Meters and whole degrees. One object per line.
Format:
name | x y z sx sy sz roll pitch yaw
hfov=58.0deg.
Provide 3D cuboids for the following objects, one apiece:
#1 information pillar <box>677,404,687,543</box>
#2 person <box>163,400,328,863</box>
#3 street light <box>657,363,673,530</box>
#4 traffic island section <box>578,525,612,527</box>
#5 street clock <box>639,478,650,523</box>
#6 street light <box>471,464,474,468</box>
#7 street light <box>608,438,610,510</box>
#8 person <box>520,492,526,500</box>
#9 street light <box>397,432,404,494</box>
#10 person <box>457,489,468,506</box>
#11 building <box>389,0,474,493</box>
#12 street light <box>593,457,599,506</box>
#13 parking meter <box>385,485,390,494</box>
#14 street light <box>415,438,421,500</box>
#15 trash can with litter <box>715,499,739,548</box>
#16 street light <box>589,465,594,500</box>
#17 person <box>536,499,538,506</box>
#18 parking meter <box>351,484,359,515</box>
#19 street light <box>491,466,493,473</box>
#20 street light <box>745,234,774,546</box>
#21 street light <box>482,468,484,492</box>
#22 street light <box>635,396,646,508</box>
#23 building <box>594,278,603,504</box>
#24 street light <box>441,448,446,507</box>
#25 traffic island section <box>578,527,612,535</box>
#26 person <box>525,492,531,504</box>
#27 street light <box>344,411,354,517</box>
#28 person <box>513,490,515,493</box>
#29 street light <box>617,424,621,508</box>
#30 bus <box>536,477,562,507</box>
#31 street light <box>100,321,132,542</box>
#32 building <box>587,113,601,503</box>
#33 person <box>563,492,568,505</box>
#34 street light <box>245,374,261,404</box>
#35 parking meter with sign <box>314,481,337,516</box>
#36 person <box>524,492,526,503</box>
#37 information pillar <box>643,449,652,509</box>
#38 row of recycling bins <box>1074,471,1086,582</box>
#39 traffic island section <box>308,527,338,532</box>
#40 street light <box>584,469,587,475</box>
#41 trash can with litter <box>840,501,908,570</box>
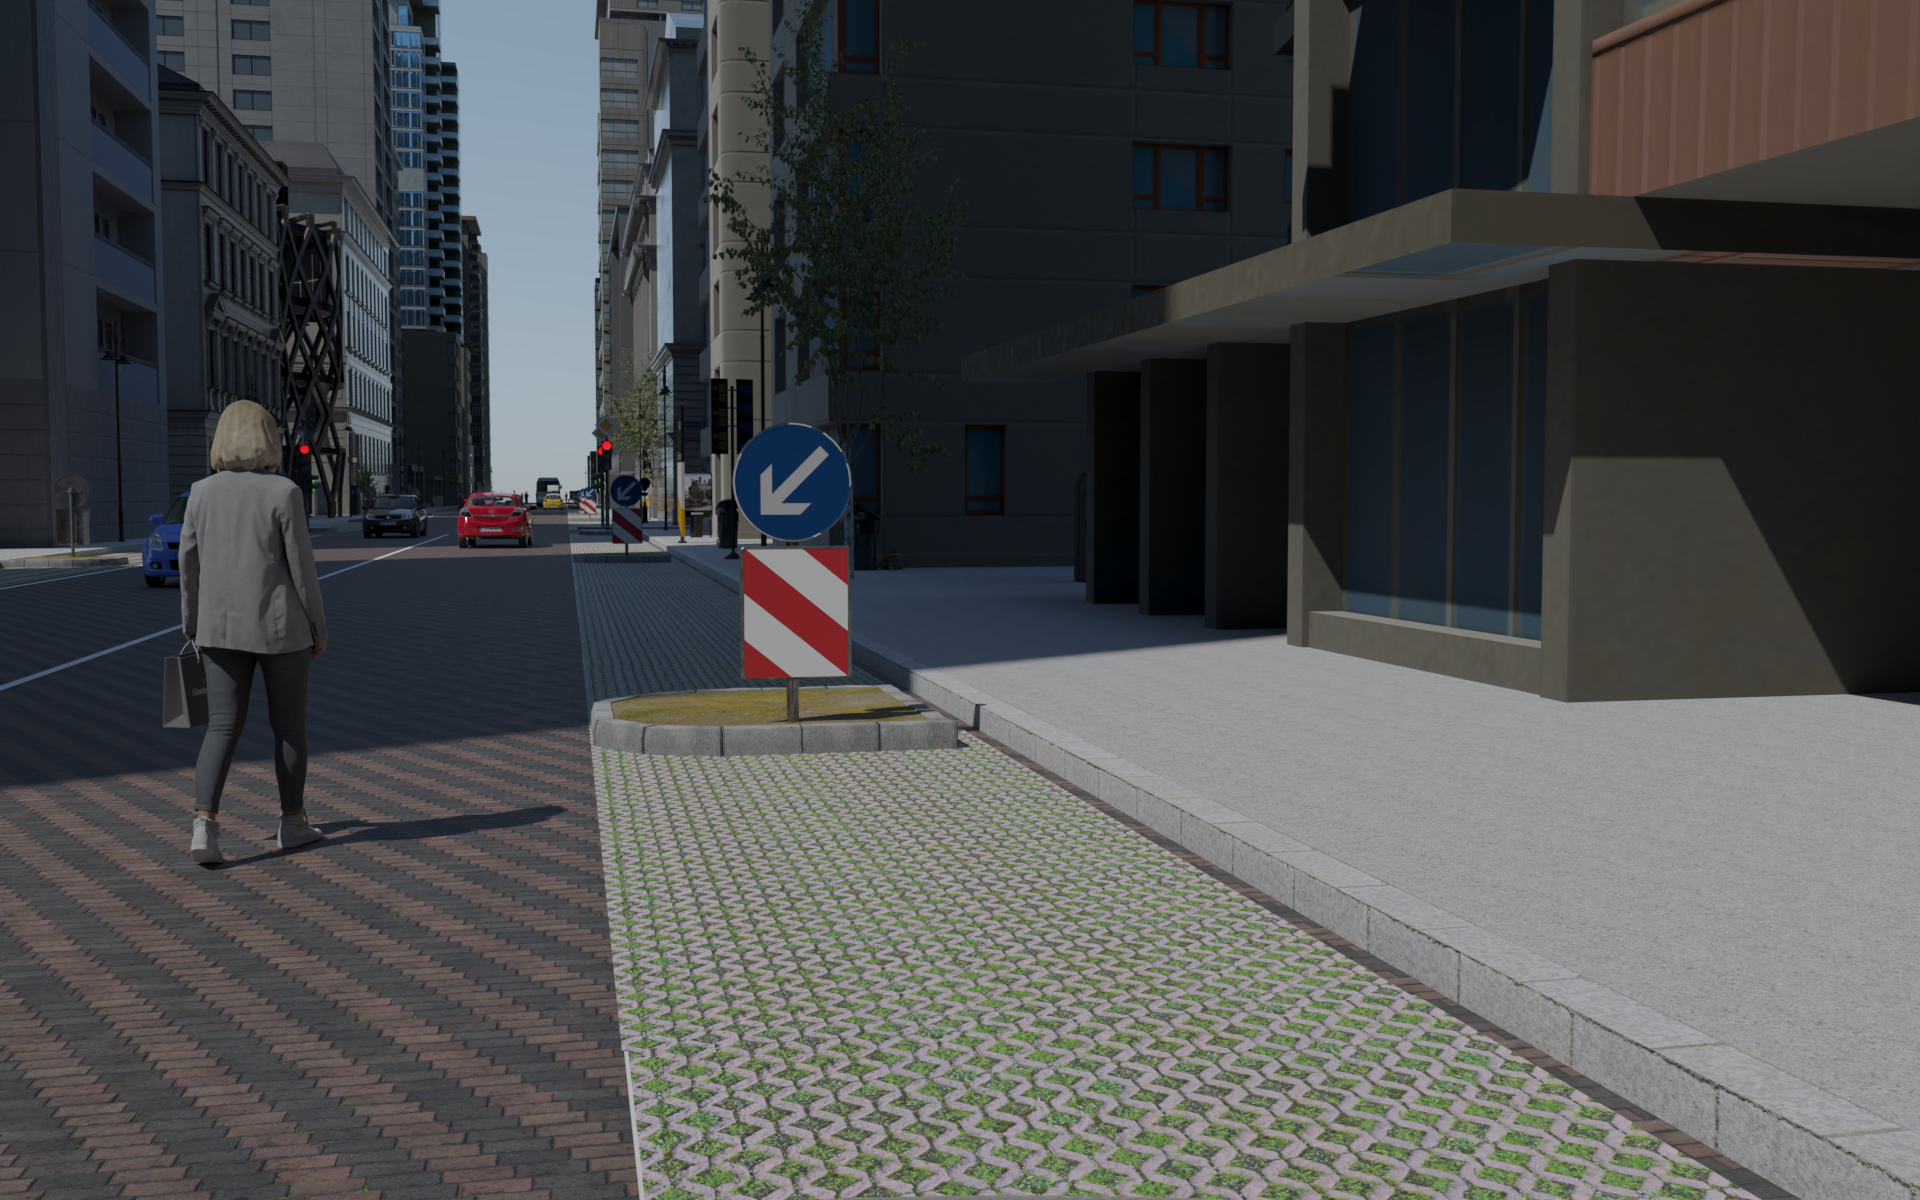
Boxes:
information pillar | -7.277 -3.293 45.193 0.183 3.616 0.504 -1 4 -21
person | -2.882 0.112 6.857 0.709 1.800 0.728 0 4 8
street light | -10.396 -5.400 61.072 0.468 5.910 1.993 -1 4 -13
traffic island section | -14.183 -2.851 68.887 2.009 0.180 2.903 -1 4 -13
street clock | -13.939 -4.405 76.592 0.358 2.002 0.471 3 5 42
street light | -62.570 -15.245 222.040 0.468 5.910 1.993 -1 4 -13
street light | -28.794 -10.352 142.044 0.468 5.910 1.993 -1 4 -13
person | -63.703 -14.843 251.904 1.217 1.735 0.721 0 4 -6
street light | -40.728 -9.381 126.159 0.468 5.910 1.993 -1 4 -13
person | -41.351 -8.271 143.806 0.705 1.814 1.350 2 4 25
building | -76.903 -56.188 231.348 22.319 86.520 31.000 -1 4 -13
street light | -38.983 -13.091 186.831 0.468 5.910 1.993 -1 4 -13
parking meter | -36.811 -6.465 111.413 0.255 1.863 0.399 0 4 3
street light | -44.306 -10.340 141.851 0.468 5.910 1.993 -1 4 -13
trash can with litter | -5.604 -1.818 41.116 0.624 1.170 1.055 -1 4 -20
street light | -45.860 -14.924 216.801 0.468 5.910 1.993 -1 4 -13
person | -51.584 -12.407 211.296 0.705 1.831 1.348 -2 4 -27
parking meter | -36.274 -6.000 103.813 0.399 1.863 0.255 1 4 15
street light | -76.088 -18.887 281.583 0.468 5.910 1.993 -1 4 -13
street light | -3.506 -3.548 30.799 0.468 5.910 1.993 -1 4 -13
street light | -69.319 -17.068 251.854 0.468 5.910 1.993 -1 4 -13
street light | -15.120 -6.677 81.960 0.468 5.910 1.993 -1 4 -13
building | -41.806 -28.188 232.574 14.160 30.474 14.107 -1 4 -13
street light | -51.210 -12.172 171.799 0.468 5.910 1.993 -1 4 -13
traffic island section | -12.410 -2.374 61.100 2.009 0.180 2.903 -1 4 -13
person | -64.486 -15.262 258.026 0.705 1.826 1.348 2 4 24
street light | -33.966 -7.559 96.374 0.468 5.910 1.993 -1 4 -13
person | -46.165 -10.461 179.469 1.348 1.831 0.705 0 4 -3
street light | -22.060 -8.533 112.307 0.468 5.910 1.993 -1 4 -13
bus | -46.748 -12.356 196.884 2.948 3.499 13.247 -1 4 -13
street light | -22.501 -4.496 46.302 0.468 5.910 1.993 -1 4 -13
building | -50.014 -59.397 283.818 22.319 86.520 31.000 -1 4 -13
person | -52.775 -13.622 231.672 0.568 1.767 0.683 0 4 -5
street light | -27.184 -5.741 66.648 0.468 5.910 1.993 -1 4 -13
parking meter with sign | -38.136 -6.554 103.413 0.543 3.016 1.738 3 4 39
person | -67.057 -15.810 267.128 0.705 1.807 1.348 -2 4 -32
information pillar | -16.055 -5.967 88.920 0.504 3.616 0.183 1 4 18
row of recycling bins | 3.276 -1.155 26.002 3.534 1.692 1.069 -2 4 -28
traffic island section | -25.049 -2.700 66.426 2.009 0.180 2.903 -1 4 -13
street light | -57.382 -18.040 267.747 0.468 5.910 1.993 -1 4 -13
trash can with litter | -1.455 -1.099 29.349 1.055 1.170 0.624 -2 4 -27
